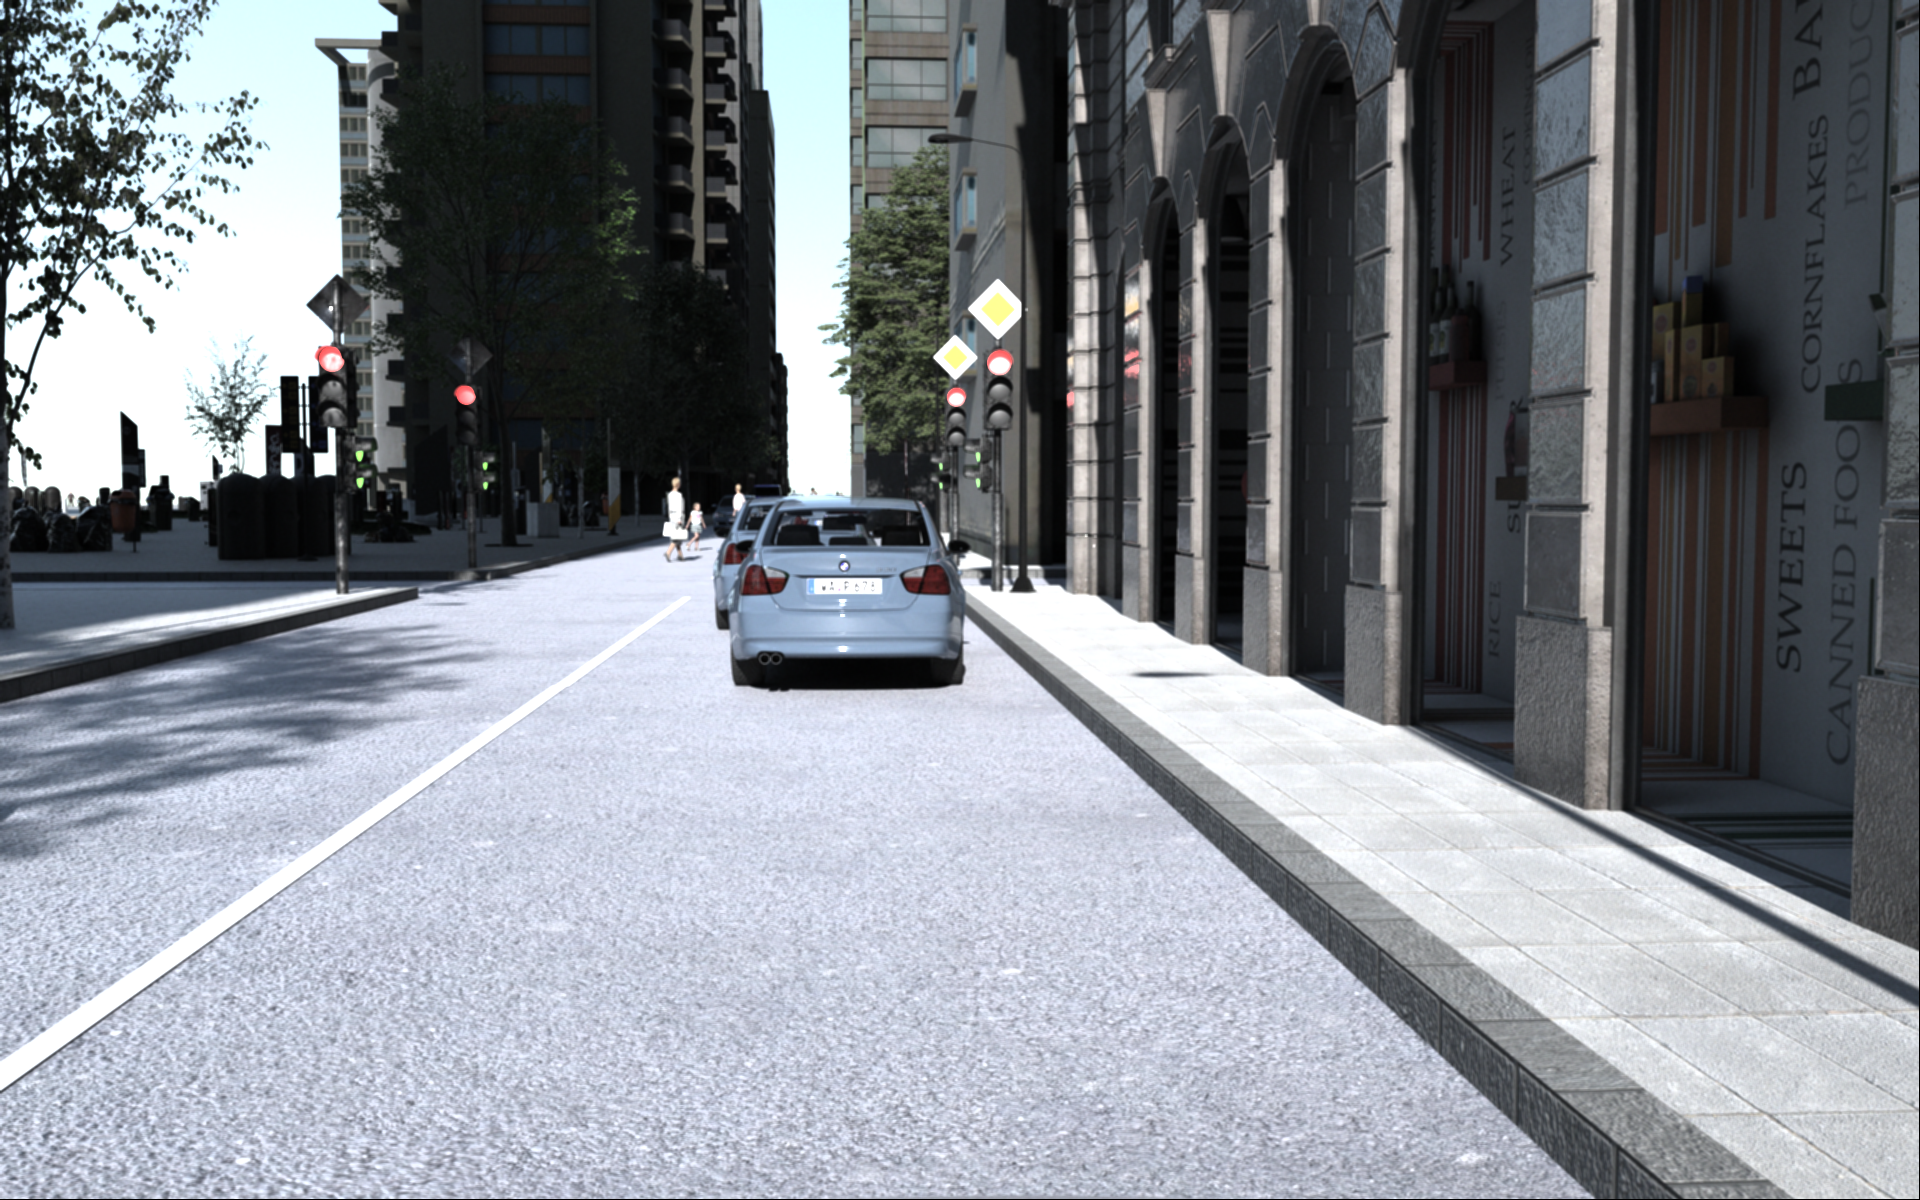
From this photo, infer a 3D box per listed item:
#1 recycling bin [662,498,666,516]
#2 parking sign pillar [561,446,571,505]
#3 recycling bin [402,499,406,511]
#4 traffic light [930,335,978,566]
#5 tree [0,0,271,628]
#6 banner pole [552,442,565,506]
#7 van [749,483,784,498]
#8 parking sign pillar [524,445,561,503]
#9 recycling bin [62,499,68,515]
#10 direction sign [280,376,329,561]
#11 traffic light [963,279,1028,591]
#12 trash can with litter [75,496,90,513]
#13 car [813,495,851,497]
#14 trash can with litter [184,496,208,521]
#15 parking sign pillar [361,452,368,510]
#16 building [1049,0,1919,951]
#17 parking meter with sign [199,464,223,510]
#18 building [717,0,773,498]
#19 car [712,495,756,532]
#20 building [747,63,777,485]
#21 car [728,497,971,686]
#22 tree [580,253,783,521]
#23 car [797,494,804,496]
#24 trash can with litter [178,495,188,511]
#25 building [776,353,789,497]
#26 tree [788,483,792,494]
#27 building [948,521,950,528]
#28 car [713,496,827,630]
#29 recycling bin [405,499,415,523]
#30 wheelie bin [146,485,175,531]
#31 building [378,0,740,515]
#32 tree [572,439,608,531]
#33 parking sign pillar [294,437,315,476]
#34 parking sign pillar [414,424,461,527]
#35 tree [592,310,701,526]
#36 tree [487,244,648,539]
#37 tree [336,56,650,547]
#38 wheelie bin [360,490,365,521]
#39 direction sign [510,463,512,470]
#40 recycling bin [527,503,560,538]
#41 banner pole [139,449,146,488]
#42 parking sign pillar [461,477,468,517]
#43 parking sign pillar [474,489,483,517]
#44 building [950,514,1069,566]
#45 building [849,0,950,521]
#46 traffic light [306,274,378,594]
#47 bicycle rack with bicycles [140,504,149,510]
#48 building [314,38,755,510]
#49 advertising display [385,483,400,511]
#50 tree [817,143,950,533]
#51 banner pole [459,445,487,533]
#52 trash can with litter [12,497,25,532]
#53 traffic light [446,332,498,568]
[{"bbox_3d":[-17.207,-5.528,102.942,0.722,1.027,0.722,1,4,19],"label":"recycling bin"},{"bbox_3d":[-22.081,-6.604,96.443,1.447,3.967,1.447,-2,4,-33],"label":"parking sign pillar"},{"bbox_3d":[-30.847,-5.099,95.927,0.722,1.027,0.722,-1,4,-8],"label":"recycling bin"},{"bbox_3d":[-0.103,-2.557,30.721,0.839,4.253,0.868,0,4,-4],"label":"traffic light"},{"bbox_3d":[-8.995,-4.046,16.520,4.360,8.622,3.978,0,3,0],"label":"tree"},{"bbox_3d":[-19.137,-5.663,82.615,0.863,3.779,0.401,0,4,7],"label":"banner pole"},{"bbox_3d":[-12.435,-6.563,111.693,2.240,2.365,5.245,0,4,-5],"label":"van"},{"bbox_3d":[-20.937,-5.968,86.042,1.447,3.967,1.447,1,4,12],"label":"parking sign pillar"},{"bbox_3d":[-50.488,-5.171,97.098,0.722,1.027,0.722,-1,4,-18],"label":"recycling bin"},{"bbox_3d":[-12.543,-2.520,33.192,0.876,3.537,0.379,0,4,-2],"label":"direction sign"},{"bbox_3d":[0.473,-2.069,22.757,0.839,4.253,0.868,0,4,-4],"label":"traffic light"},{"bbox_3d":[-47.102,-5.017,93.420,0.624,1.170,1.055,1,4,16],"label":"trash can with litter"},{"bbox_3d":[-3.132,-1.778,41.068,2.014,1.417,4.499,0,4,-3],"label":"car"},{"bbox_3d":[-35.907,-4.291,81.551,0.624,1.170,1.055,2,4,33],"label":"trash can with litter"},{"bbox_3d":[-35.506,-6.997,102.872,1.447,3.967,1.447,-1,4,-10],"label":"parking sign pillar"},{"bbox_3d":[8.075,-10.349,11.012,13.314,21.916,24.055,0,4,-4],"label":"building"},{"bbox_3d":[-43.773,-6.385,100.658,1.738,3.016,0.543,0,4,6],"label":"parking meter with sign"},{"bbox_3d":[-36.267,-49.544,248.302,20.563,71.187,20.611,0,4,-4],"label":"building"},{"bbox_3d":[-8.615,-3.394,67.493,2.014,1.417,4.499,0,4,-4],"label":"car"},{"bbox_3d":[-32.164,-35.169,198.721,21.300,48.544,21.600,0,4,-4],"label":"building"},{"bbox_3d":[-0.892,-0.139,14.270,2.014,1.417,4.499,0,4,-2],"label":"car"},{"bbox_3d":[-13.258,-10.125,82.557,9.611,12.733,9.660,0,3,0],"label":"tree"},{"bbox_3d":[-16.360,-10.075,174.952,2.015,1.641,3.980,0,4,-4],"label":"car"},{"bbox_3d":[-43.536,-5.214,96.307,2.233,1.210,1.678,0,3,0],"label":"trash can with litter"},{"bbox_3d":[-36.584,-23.241,225.022,27.650,21.520,28.899,0,4,-4],"label":"building"},{"bbox_3d":[-26.364,-16.444,263.459,1.663,3.219,1.824,0,3,0],"label":"tree"},{"bbox_3d":[2.934,-23.751,71.928,14.154,41.232,14.086,0,4,-4],"label":"building"},{"bbox_3d":[-1.799,-0.467,19.642,2.014,1.417,4.499,0,4,-4],"label":"car"},{"bbox_3d":[-21.630,-3.468,69.258,0.722,1.027,0.722,0,4,-8],"label":"recycling bin"},{"bbox_3d":[-28.154,-3.253,61.091,0.693,1.594,0.980,3,5,41],"label":"wheelie bin"},{"bbox_3d":[-26.674,-28.344,118.052,22.147,44.769,28.867,0,4,-4],"label":"building"},{"bbox_3d":[-12.905,-4.085,61.399,1.663,3.219,1.824,0,3,0],"label":"tree"},{"bbox_3d":[-30.993,-5.715,81.914,1.447,3.967,1.447,3,5,44],"label":"parking sign pillar"},{"bbox_3d":[-20.466,-4.817,67.224,1.447,3.967,1.447,0,4,6],"label":"parking sign pillar"},{"bbox_3d":[-12.751,-7.256,68.997,4.360,8.622,3.978,0,3,0],"label":"tree"},{"bbox_3d":[-11.143,-6.073,49.648,4.737,8.622,4.395,0,3,0],"label":"tree"},{"bbox_3d":[-11.221,-7.123,42.209,9.928,11.665,9.643,0,3,0],"label":"tree"},{"bbox_3d":[-27.466,-4.332,78.732,0.693,1.594,0.980,-3,5,-44],"label":"wheelie bin"},{"bbox_3d":[-23.531,-6.018,90.383,0.379,3.537,0.876,-2,4,-30],"label":"direction sign"},{"bbox_3d":[-12.318,-2.362,51.180,0.722,1.027,0.722,-3,5,-42],"label":"recycling bin"},{"bbox_3d":[-39.799,-5.752,84.068,0.401,3.779,0.863,1,4,18],"label":"banner pole"},{"bbox_3d":[-22.536,-5.322,75.490,1.447,3.967,1.447,0,4,1],"label":"parking sign pillar"},{"bbox_3d":[-27.763,-6.699,97.997,1.447,3.967,1.447,1,4,10],"label":"parking sign pillar"},{"bbox_3d":[10.508,-25.519,40.943,21.600,48.544,21.300,0,4,-4],"label":"building"},{"bbox_3d":[0.716,-25.385,98.642,14.154,41.232,14.086,0,4,-4],"label":"building"},{"bbox_3d":[-7.916,-2.032,22.136,0.839,4.253,0.868,0,4,-4],"label":"traffic light"},{"bbox_3d":[-43.795,-4.893,93.378,2.925,0.926,2.852,1,4,9],"label":"bicycle rack with bicycles"},{"bbox_3d":[-33.638,-27.661,144.139,32.217,40.220,23.993,0,4,-4],"label":"building"},{"bbox_3d":[-33.522,-5.942,102.360,0.974,1.923,0.123,1,4,17],"label":"advertising display"},{"bbox_3d":[-0.947,-8.481,56.785,7.486,12.596,7.792,0,3,0],"label":"tree"},{"bbox_3d":[-16.161,-4.141,57.715,0.863,3.779,0.401,2,4,28],"label":"banner pole"},{"bbox_3d":[-23.373,-1.981,43.450,1.678,1.210,2.233,-1,4,-11],"label":"trash can with litter"},{"bbox_3d":[-8.492,-2.519,30.101,0.839,4.253,0.868,0,4,-4],"label":"traffic light"}]
